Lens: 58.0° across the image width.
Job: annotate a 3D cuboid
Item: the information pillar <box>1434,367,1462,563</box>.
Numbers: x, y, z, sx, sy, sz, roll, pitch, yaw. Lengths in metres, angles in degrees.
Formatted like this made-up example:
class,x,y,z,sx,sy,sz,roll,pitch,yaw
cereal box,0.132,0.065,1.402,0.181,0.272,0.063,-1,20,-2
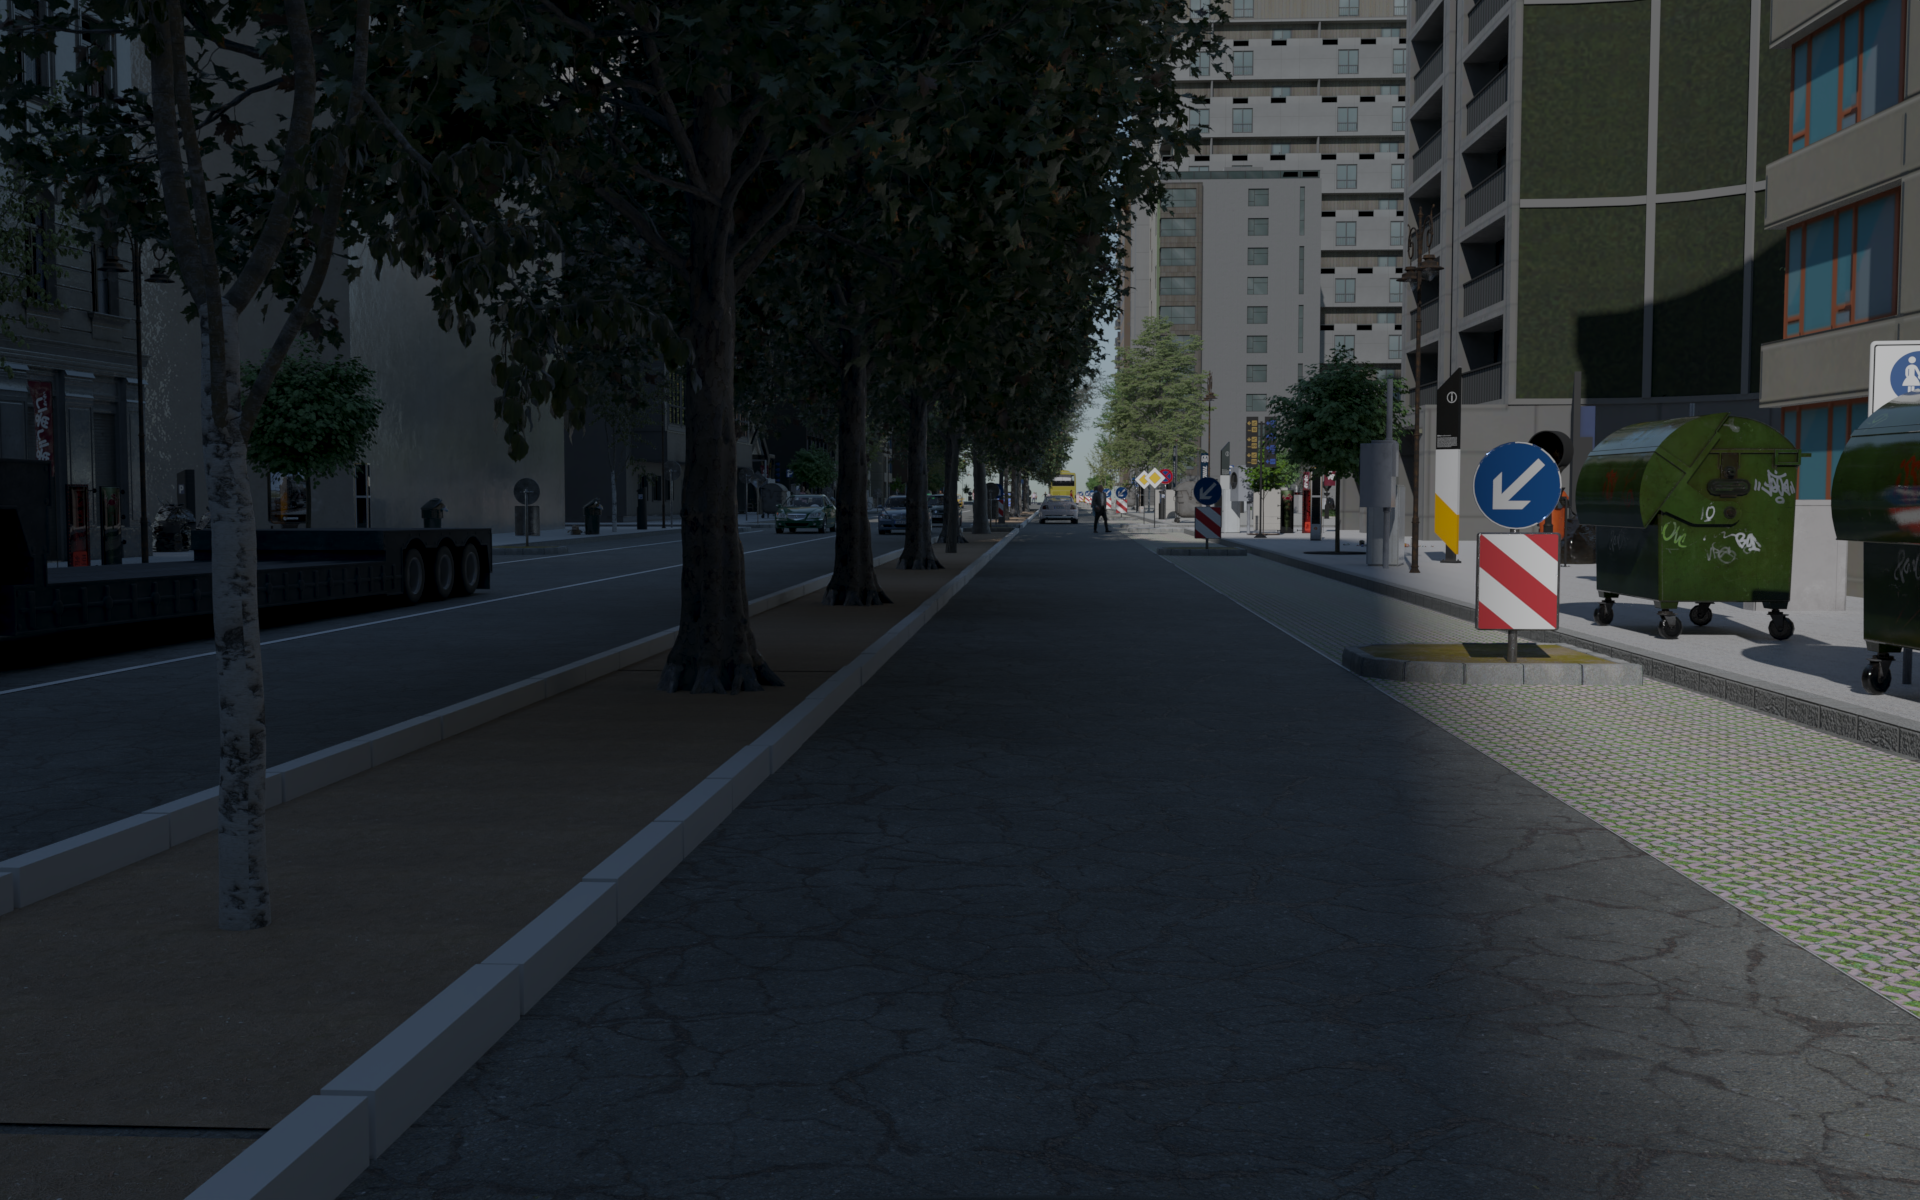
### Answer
class,x,y,z,sx,sy,sz,roll,pitch,yaw
information pillar,9.070,-2.495,32.155,0.183,3.616,0.504,-3,5,-42

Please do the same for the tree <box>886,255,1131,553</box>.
class,x,y,z,sx,sy,sz,roll,pitch,yaw
tree,-0.257,-6.382,41.223,8.767,10.594,7.601,0,4,3

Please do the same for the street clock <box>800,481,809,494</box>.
class,x,y,z,sx,sy,sz,roll,pitch,yaw
street clock,-8.865,-5.777,99.030,0.471,2.002,0.358,-1,4,-19

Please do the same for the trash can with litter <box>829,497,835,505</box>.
class,x,y,z,sx,sy,sz,roll,pitch,yaw
trash can with litter,-8.437,-6.373,115.581,1.055,1.170,0.624,3,5,43

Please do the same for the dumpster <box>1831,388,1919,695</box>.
class,x,y,z,sx,sy,sz,roll,pitch,yaw
dumpster,6.300,-0.470,10.176,1.502,2.255,1.985,0,4,3

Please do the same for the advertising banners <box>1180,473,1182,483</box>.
class,x,y,z,sx,sy,sz,roll,pitch,yaw
advertising banners,15.963,-7.802,123.749,0.090,3.025,2.074,2,4,24

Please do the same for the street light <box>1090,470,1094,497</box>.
class,x,y,z,sx,sy,sz,roll,pitch,yaw
street light,23.162,-20.460,307.301,0.468,5.910,1.993,0,4,3

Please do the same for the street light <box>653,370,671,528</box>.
class,x,y,z,sx,sy,sz,roll,pitch,yaw
street light,-11.111,-5.627,64.788,0.468,5.910,1.993,0,4,3

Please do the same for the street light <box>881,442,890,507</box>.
class,x,y,z,sx,sy,sz,roll,pitch,yaw
street light,-6.520,-10.745,148.468,0.468,5.910,1.993,0,4,3

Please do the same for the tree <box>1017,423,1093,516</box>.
class,x,y,z,sx,sy,sz,roll,pitch,yaw
tree,3.688,-11.402,114.634,9.928,11.665,9.643,0,3,0

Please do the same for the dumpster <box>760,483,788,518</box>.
class,x,y,z,sx,sy,sz,roll,pitch,yaw
dumpster,-9.876,-5.274,91.986,1.264,1.857,1.865,0,4,3

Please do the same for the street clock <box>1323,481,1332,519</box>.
class,x,y,z,sx,sy,sz,roll,pitch,yaw
street clock,18.927,-5.185,89.344,0.471,2.002,0.358,-2,4,-26

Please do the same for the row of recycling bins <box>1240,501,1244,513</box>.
class,x,y,z,sx,sy,sz,roll,pitch,yaw
row of recycling bins,17.882,-6.794,118.201,1.069,1.692,3.534,-3,5,-44

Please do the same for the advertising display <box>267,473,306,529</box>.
class,x,y,z,sx,sy,sz,roll,pitch,yaw
advertising display,-15.759,-2.169,40.673,0.123,1.923,0.974,3,5,43

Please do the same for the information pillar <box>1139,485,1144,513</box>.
class,x,y,z,sx,sy,sz,roll,pitch,yaw
information pillar,12.079,-6.775,115.260,0.304,2.012,0.304,-1,4,-14

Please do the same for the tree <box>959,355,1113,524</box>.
class,x,y,z,sx,sy,sz,roll,pitch,yaw
tree,2.500,-11.073,93.870,12.009,13.543,11.850,0,3,0

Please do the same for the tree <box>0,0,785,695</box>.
class,x,y,z,sx,sy,sz,roll,pitch,yaw
tree,-1.820,-5.678,12.304,9.611,12.733,9.660,0,3,0

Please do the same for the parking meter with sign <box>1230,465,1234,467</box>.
class,x,y,z,sx,sy,sz,roll,pitch,yaw
parking meter with sign,16.287,-6.687,105.601,0.543,3.016,1.738,0,4,0

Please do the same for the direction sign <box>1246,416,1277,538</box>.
class,x,y,z,sx,sy,sz,roll,pitch,yaw
direction sign,8.796,-3.585,50.619,0.876,3.537,0.379,0,4,7

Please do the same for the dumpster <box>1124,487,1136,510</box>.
class,x,y,z,sx,sy,sz,roll,pitch,yaw
dumpster,13.919,-8.399,143.082,1.264,1.857,1.865,0,4,3

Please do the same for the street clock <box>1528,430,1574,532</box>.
class,x,y,z,sx,sy,sz,roll,pitch,yaw
street clock,6.726,-0.931,19.799,0.358,2.002,0.471,-3,5,-44

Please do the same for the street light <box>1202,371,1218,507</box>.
class,x,y,z,sx,sy,sz,roll,pitch,yaw
street light,9.332,-5.631,64.847,0.468,5.910,1.993,0,4,3

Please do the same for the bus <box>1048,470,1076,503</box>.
class,x,y,z,sx,sy,sz,roll,pitch,yaw
bus,10.369,-11.323,176.677,2.896,3.916,12.252,0,4,2

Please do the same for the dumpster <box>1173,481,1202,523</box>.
class,x,y,z,sx,sy,sz,roll,pitch,yaw
dumpster,10.161,-4.354,76.954,1.264,1.857,1.865,0,4,3

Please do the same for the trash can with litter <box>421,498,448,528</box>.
class,x,y,z,sx,sy,sz,roll,pitch,yaw
trash can with litter,-14.730,-2.233,47.896,0.624,1.170,1.055,2,4,28

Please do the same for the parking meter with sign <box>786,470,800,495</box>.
class,x,y,z,sx,sy,sz,roll,pitch,yaw
parking meter with sign,-11.646,-7.722,122.522,0.543,3.016,1.738,-2,4,-35

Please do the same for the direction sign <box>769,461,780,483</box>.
class,x,y,z,sx,sy,sz,roll,pitch,yaw
direction sign,-12.825,-7.791,119.378,0.876,3.537,0.379,0,4,8

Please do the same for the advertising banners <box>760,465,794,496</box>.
class,x,y,z,sx,sy,sz,roll,pitch,yaw
advertising banners,-11.046,-6.637,104.699,2.074,3.025,0.090,0,4,5

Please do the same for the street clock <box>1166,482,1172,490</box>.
class,x,y,z,sx,sy,sz,roll,pitch,yaw
street clock,11.499,-5.563,95.518,0.358,2.002,0.471,-1,4,-11

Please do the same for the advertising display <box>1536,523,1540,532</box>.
class,x,y,z,sx,sy,sz,roll,pitch,yaw
advertising display,12.408,-1.921,36.630,0.123,1.923,0.974,0,4,1

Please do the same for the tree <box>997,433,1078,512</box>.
class,x,y,z,sx,sy,sz,roll,pitch,yaw
tree,5.343,-13.140,135.431,7.486,12.596,7.792,0,3,0

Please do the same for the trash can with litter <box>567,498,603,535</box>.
class,x,y,z,sx,sy,sz,roll,pitch,yaw
trash can with litter,-11.819,-2.642,54.577,1.055,1.170,0.624,-2,4,-24

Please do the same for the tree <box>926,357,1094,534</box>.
class,x,y,z,sx,sy,sz,roll,pitch,yaw
tree,0.766,-9.327,61.601,9.857,13.997,8.962,0,3,0

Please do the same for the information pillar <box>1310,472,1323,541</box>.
class,x,y,z,sx,sy,sz,roll,pitch,yaw
information pillar,9.818,-2.642,47.693,0.304,2.012,0.304,1,4,17

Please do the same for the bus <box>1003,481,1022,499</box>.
class,x,y,z,sx,sy,sz,roll,pitch,yaw
bus,6.201,-13.363,213.336,2.948,3.499,13.247,0,4,3

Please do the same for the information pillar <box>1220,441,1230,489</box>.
class,x,y,z,sx,sy,sz,roll,pitch,yaw
information pillar,11.779,-5.234,76.923,0.504,3.616,0.183,-2,4,-32

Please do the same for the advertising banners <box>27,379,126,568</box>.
class,x,y,z,sx,sy,sz,roll,pitch,yaw
advertising banners,-13.999,-1.914,27.489,0.090,3.025,2.074,1,4,12

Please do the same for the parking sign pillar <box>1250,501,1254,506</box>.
class,x,y,z,sx,sy,sz,roll,pitch,yaw
parking sign pillar,23.968,-9.406,142.266,1.447,3.967,1.447,-3,4,-38

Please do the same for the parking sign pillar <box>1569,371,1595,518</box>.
class,x,y,z,sx,sy,sz,roll,pitch,yaw
parking sign pillar,13.892,-3.075,38.752,1.447,3.967,1.447,1,4,17

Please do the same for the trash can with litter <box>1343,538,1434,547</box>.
class,x,y,z,sx,sy,sz,roll,pitch,yaw
trash can with litter,10.386,-1.923,42.492,1.678,1.210,2.233,-2,4,-31

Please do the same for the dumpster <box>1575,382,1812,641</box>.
class,x,y,z,sx,sy,sz,roll,pitch,yaw
dumpster,6.709,-0.823,15.952,1.502,2.255,1.985,0,4,3

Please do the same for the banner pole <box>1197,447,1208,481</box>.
class,x,y,z,sx,sy,sz,roll,pitch,yaw
banner pole,12.983,-6.292,92.895,0.863,3.779,0.401,2,4,24

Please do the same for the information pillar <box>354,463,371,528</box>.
class,x,y,z,sx,sy,sz,roll,pitch,yaw
information pillar,-14.308,-2.264,41.508,0.304,2.012,0.304,0,4,-6

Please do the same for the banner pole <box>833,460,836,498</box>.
class,x,y,z,sx,sy,sz,roll,pitch,yaw
banner pole,-8.529,-7.797,117.500,0.401,3.779,0.863,1,4,15

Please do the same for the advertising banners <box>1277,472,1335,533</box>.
class,x,y,z,sx,sy,sz,roll,pitch,yaw
advertising banners,11.374,-3.688,56.487,2.074,3.025,0.090,0,4,-8

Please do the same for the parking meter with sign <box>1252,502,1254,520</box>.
class,x,y,z,sx,sy,sz,roll,pitch,yaw
parking meter with sign,15.096,-5.589,87.649,0.543,3.016,1.738,1,4,17

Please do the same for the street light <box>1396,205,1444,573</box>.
class,x,y,z,sx,sy,sz,roll,pitch,yaw
street light,7.403,-3.378,28.018,0.468,5.910,1.993,0,4,3

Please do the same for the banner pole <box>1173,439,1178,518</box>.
class,x,y,z,sx,sy,sz,roll,pitch,yaw
banner pole,9.774,-5.422,78.670,0.401,3.779,0.863,0,4,-6

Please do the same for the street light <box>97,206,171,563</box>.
class,x,y,z,sx,sy,sz,roll,pitch,yaw
street light,-13.334,-3.388,28.175,0.468,5.910,1.993,0,4,3
